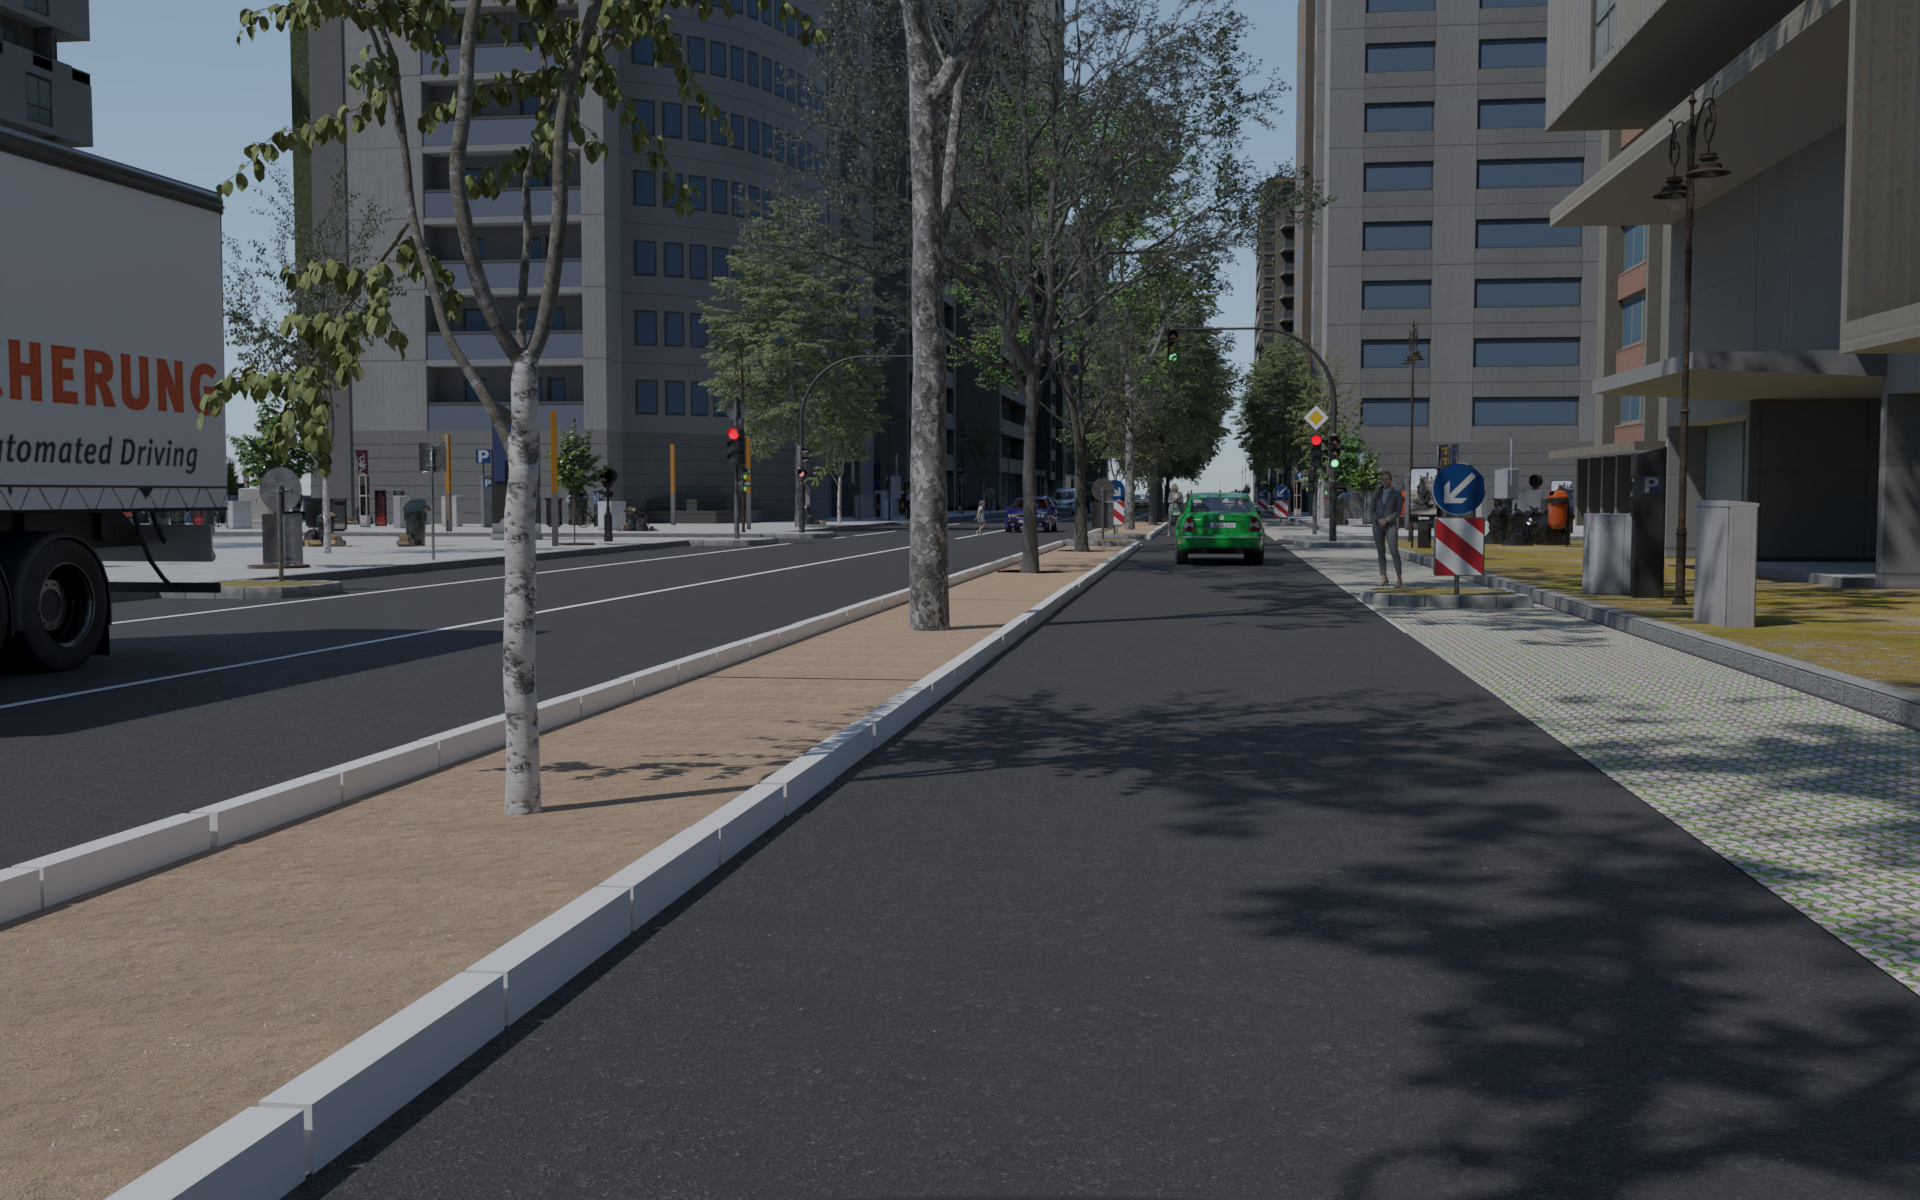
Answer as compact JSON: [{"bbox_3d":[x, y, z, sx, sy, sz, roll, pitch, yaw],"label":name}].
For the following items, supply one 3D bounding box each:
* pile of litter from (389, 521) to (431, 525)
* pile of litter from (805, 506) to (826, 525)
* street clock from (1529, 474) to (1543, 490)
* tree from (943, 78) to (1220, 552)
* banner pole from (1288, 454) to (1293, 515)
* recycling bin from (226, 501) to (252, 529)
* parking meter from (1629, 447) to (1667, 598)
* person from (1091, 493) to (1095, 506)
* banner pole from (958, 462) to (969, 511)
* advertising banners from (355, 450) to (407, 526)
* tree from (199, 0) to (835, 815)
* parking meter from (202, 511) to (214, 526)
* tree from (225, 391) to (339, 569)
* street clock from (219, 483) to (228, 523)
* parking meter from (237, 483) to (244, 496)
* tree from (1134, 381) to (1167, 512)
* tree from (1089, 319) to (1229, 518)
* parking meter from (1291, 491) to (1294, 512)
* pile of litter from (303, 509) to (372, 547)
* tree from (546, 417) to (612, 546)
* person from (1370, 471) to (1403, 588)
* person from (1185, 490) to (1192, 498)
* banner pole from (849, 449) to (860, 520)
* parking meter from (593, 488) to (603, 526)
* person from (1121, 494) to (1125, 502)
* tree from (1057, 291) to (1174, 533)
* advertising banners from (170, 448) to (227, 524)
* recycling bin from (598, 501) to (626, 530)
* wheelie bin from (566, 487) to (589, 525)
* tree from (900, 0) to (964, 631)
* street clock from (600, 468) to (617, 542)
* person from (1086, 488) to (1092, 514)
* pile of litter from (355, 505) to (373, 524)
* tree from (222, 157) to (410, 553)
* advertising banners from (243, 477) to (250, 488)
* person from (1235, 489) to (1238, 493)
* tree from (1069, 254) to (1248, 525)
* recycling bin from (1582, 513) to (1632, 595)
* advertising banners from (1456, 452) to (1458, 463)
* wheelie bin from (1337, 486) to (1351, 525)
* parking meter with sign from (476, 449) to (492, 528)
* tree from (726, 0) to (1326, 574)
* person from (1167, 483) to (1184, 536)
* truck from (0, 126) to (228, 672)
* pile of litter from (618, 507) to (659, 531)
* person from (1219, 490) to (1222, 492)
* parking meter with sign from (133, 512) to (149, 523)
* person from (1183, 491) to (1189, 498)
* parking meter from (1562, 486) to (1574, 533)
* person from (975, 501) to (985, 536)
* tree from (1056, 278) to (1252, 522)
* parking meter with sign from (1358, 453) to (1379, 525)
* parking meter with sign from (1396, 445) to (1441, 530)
[{"bbox_3d":[-23.089,-3.579,72.484,1.719,0.858,1.176,0,4,-5],"label":"pile of litter"},{"bbox_3d":[-6.238,-3.594,72.720,1.176,0.858,1.719,-1,4,-17],"label":"pile of litter"},{"bbox_3d":[21.272,-3.637,64.028,0.358,2.002,0.471,-2,4,-34],"label":"street clock"},{"bbox_3d":[2.910,-6.995,42.589,9.928,11.665,9.643,0,3,0],"label":"tree"},{"bbox_3d":[20.676,-7.257,108.672,0.401,3.779,0.863,0,4,-4],"label":"banner pole"},{"bbox_3d":[-26.620,-3.144,63.951,0.722,1.027,0.722,-3,5,-40],"label":"recycling bin"},{"bbox_3d":[8.488,-0.960,21.399,0.399,1.863,0.255,1,4,10],"label":"parking meter"},{"bbox_3d":[15.573,-11.921,203.043,1.348,1.869,0.705,1,4,10],"label":"person"},{"bbox_3d":[0.247,-8.700,132.268,0.863,3.779,0.401,1,4,17],"label":"banner pole"},{"bbox_3d":[-23.091,-4.458,69.072,2.074,3.025,0.090,-3,5,-41],"label":"advertising banners"},{"bbox_3d":[-1.961,-3.358,7.730,4.737,8.622,4.395,0,3,0],"label":"tree"},{"bbox_3d":[-27.623,-3.375,63.589,0.372,1.533,0.369,0,3,0],"label":"parking meter"},{"bbox_3d":[-11.982,-2.171,30.101,1.663,3.219,1.824,0,3,0],"label":"tree"},{"bbox_3d":[-32.682,-4.410,76.666,0.471,2.002,0.358,-3,4,-39],"label":"street clock"},{"bbox_3d":[-37.671,-5.199,90.713,0.255,1.863,0.399,0,4,0],"label":"parking meter"},{"bbox_3d":[10.853,-8.752,95.906,4.737,8.622,4.395,0,3,0],"label":"tree"},{"bbox_3d":[13.096,-12.465,112.921,9.857,13.997,8.962,0,3,0],"label":"tree"},{"bbox_3d":[23.929,-7.084,124.239,0.372,1.533,0.369,0,3,0],"label":"parking meter"},{"bbox_3d":[-15.573,-1.739,42.395,1.719,0.858,1.176,1,4,15],"label":"pile of litter"},{"bbox_3d":[-9.597,-3.000,43.645,1.663,3.219,1.824,0,3,0],"label":"tree"},{"bbox_3d":[6.525,-1.086,26.528,0.520,1.790,0.573,1,4,17],"label":"person"},{"bbox_3d":[22.935,-9.990,171.806,1.348,1.831,0.705,1,4,22],"label":"person"},{"bbox_3d":[-5.086,-5.769,84.348,0.863,3.779,0.401,-3,5,-40],"label":"banner pole"},{"bbox_3d":[-14.379,-3.698,68.867,0.372,1.533,0.369,0,3,0],"label":"parking meter"},{"bbox_3d":[9.686,-5.732,102.028,0.655,1.846,0.447,-2,4,-32],"label":"person"},{"bbox_3d":[5.396,-6.534,59.655,4.360,8.622,3.978,0,3,0],"label":"tree"},{"bbox_3d":[-28.519,-4.196,64.798,2.074,3.025,0.090,-1,4,-22],"label":"advertising banners"},{"bbox_3d":[-12.429,-3.014,61.832,0.722,1.027,0.722,3,4,37],"label":"recycling bin"},{"bbox_3d":[-15.622,-3.857,70.963,0.693,1.594,0.980,3,5,44],"label":"wheelie bin"},{"bbox_3d":[0.761,-9.677,16.566,12.611,20.169,13.585,0,3,0],"label":"tree"},{"bbox_3d":[-9.483,-2.574,46.657,0.471,2.002,0.358,1,4,9],"label":"street clock"},{"bbox_3d":[9.231,-7.120,124.826,0.656,1.842,0.836,2,4,26],"label":"person"},{"bbox_3d":[-25.454,-3.606,72.917,1.176,0.858,1.719,3,4,39],"label":"pile of litter"},{"bbox_3d":[-13.901,-5.306,37.108,4.360,8.622,3.978,0,3,0],"label":"tree"},{"bbox_3d":[-53.935,-8.356,132.810,2.074,3.025,0.090,-2,4,-32],"label":"advertising banners"},{"bbox_3d":[20.392,-7.266,127.568,0.850,1.792,0.678,-1,4,-10],"label":"person"},{"bbox_3d":[8.882,-9.668,78.653,7.486,12.596,7.792,0,3,0],"label":"tree"},{"bbox_3d":[8.459,-0.595,22.285,0.722,1.027,0.722,0,4,8],"label":"recycling bin"},{"bbox_3d":[20.628,-4.651,72.229,0.090,3.025,2.074,1,4,11],"label":"advertising banners"},{"bbox_3d":[15.611,-3.871,71.203,0.980,1.594,0.693,3,4,36],"label":"wheelie bin"},{"bbox_3d":[-18.228,-4.305,66.652,0.543,3.016,1.738,-1,4,-22],"label":"parking meter with sign"},{"bbox_3d":[1.258,-7.234,31.099,12.009,13.543,11.850,0,3,0],"label":"tree"},{"bbox_3d":[7.339,-3.073,58.925,0.537,1.800,0.526,1,4,16],"label":"person"},{"bbox_3d":[-8.805,-1.339,10.805,2.839,4.237,11.283,0,4,8],"label":"truck"},{"bbox_3d":[-11.262,-2.813,59.961,1.719,0.858,1.176,2,4,31],"label":"pile of litter"},{"bbox_3d":[23.912,-9.204,159.004,0.705,1.821,1.348,0,4,-4],"label":"person"},{"bbox_3d":[-35.968,-4.929,76.845,0.543,3.016,1.738,1,4,16],"label":"parking meter with sign"},{"bbox_3d":[24.139,-10.660,183.316,1.217,1.766,0.721,1,4,20],"label":"person"},{"bbox_3d":[19.815,-2.940,56.481,0.372,1.533,0.369,0,3,0],"label":"parking meter"},{"bbox_3d":[0.674,-2.776,58.906,0.382,1.210,0.505,0,4,-4],"label":"person"},{"bbox_3d":[9.805,-10.261,87.238,9.611,12.733,9.660,0,3,0],"label":"tree"},{"bbox_3d":[17.452,-4.719,73.412,0.543,3.016,1.738,3,4,37],"label":"parking meter with sign"},{"bbox_3d":[16.197,-4.002,61.689,1.738,3.016,0.543,1,4,12],"label":"parking meter with sign"}]
